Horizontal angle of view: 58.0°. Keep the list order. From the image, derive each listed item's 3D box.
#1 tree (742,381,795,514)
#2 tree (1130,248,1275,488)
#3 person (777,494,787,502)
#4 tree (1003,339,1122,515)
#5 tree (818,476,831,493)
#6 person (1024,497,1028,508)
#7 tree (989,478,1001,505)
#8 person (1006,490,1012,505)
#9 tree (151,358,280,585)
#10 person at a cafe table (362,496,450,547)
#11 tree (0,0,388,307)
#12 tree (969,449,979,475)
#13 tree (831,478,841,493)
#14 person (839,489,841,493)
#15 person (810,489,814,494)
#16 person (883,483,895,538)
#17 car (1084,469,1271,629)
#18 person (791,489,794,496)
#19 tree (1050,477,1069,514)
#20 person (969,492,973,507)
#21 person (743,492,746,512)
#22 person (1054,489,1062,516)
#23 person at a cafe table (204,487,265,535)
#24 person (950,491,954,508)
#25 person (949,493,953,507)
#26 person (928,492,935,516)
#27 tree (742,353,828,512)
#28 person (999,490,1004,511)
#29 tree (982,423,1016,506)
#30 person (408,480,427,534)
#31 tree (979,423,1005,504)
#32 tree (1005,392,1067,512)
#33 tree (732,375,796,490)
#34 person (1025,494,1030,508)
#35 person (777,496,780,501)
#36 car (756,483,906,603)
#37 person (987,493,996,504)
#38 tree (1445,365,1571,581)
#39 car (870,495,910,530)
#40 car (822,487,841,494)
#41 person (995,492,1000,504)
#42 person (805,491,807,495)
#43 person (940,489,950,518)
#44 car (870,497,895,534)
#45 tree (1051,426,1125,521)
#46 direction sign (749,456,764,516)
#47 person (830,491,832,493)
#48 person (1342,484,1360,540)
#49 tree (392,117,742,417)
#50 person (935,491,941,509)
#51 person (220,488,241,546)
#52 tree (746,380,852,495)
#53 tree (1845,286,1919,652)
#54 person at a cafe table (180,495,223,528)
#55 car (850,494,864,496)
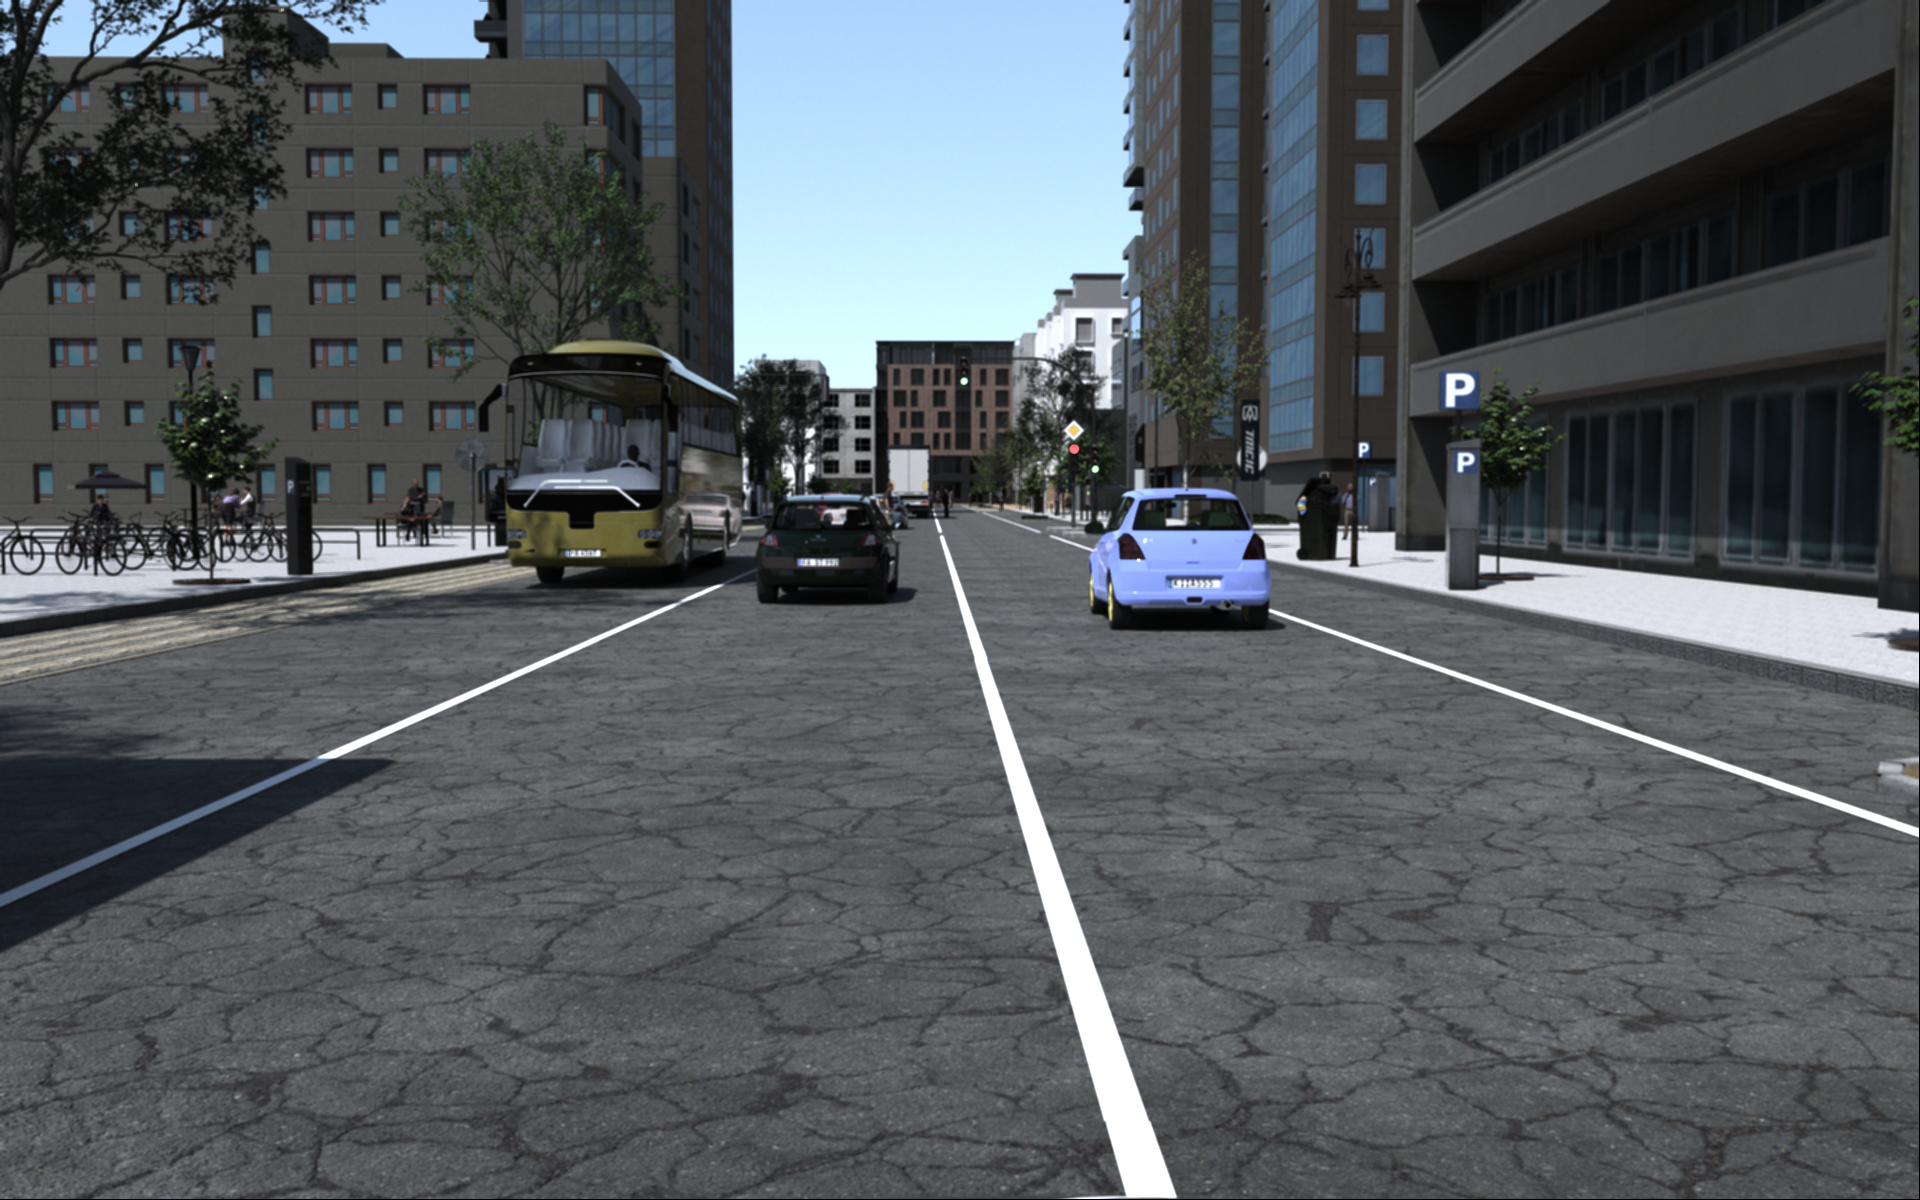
[{"bbox_3d":[-12.682,-9.943,112.928,4.737,8.622,4.395,0,3,0],"label":"tree"},{"bbox_3d":[6.944,-6.209,51.875,4.737,8.622,4.395,0,3,0],"label":"tree"},{"bbox_3d":[-13.201,-7.430,128.461,0.756,1.711,0.436,0,4,-4],"label":"person"},{"bbox_3d":[6.182,-10.349,103.621,7.601,10.594,8.767,0,4,-6],"label":"tree"},{"bbox_3d":[-14.757,-11.428,181.443,1.663,3.219,1.824,0,3,0],"label":"tree"},{"bbox_3d":[6.289,-9.441,163.585,0.628,1.438,0.799,-1,4,-14],"label":"person"},{"bbox_3d":[4.198,-13.151,209.627,1.663,3.219,1.824,0,3,0],"label":"tree"},{"bbox_3d":[5.661,-11.883,200.875,0.990,1.755,0.434,3,5,43],"label":"person"},{"bbox_3d":[-10.617,-1.848,24.815,1.663,3.219,1.824,0,3,0],"label":"tree"},{"bbox_3d":[-13.685,-1.950,42.748,1.698,1.238,1.726,0,4,-7],"label":"person at a cafe table"},{"bbox_3d":[-10.501,-5.106,17.897,8.767,10.594,7.601,-2,4,-26],"label":"tree"},{"bbox_3d":[3.567,-16.269,216.352,4.737,8.622,4.395,0,3,0],"label":"tree"},{"bbox_3d":[-14.618,-12.805,203.968,1.663,3.219,1.824,0,3,0],"label":"tree"},{"bbox_3d":[-13.855,-11.785,198.707,0.705,1.826,1.348,-2,4,-29],"label":"person"},{"bbox_3d":[-8.099,-5.258,95.184,0.376,1.734,0.841,-2,4,-24],"label":"person"},{"bbox_3d":[-2.293,-2.936,56.633,0.434,1.807,0.598,1,4,10],"label":"person"},{"bbox_3d":[2.405,-0.614,19.624,1.945,1.707,3.694,0,4,-1],"label":"car"},{"bbox_3d":[-15.394,-9.357,159.014,0.705,1.826,1.348,-1,4,-8],"label":"person"},{"bbox_3d":[6.547,-7.027,109.495,1.663,3.219,1.824,0,3,0],"label":"tree"},{"bbox_3d":[1.193,-10.914,188.420,0.415,1.643,0.593,0,4,-7],"label":"person"},{"bbox_3d":[-15.357,-7.047,121.800,0.617,1.759,0.750,-1,4,-9],"label":"person"},{"bbox_3d":[5.690,-5.710,101.367,0.435,1.587,0.963,1,4,16],"label":"person"},{"bbox_3d":[-23.152,-2.871,55.457,1.622,1.524,1.698,-1,4,-11],"label":"person at a cafe table"},{"bbox_3d":[-0.826,-10.281,177.151,0.434,1.755,0.990,1,4,9],"label":"person"},{"bbox_3d":[-0.980,-10.823,186.123,0.551,1.740,0.621,0,4,8],"label":"person"},{"bbox_3d":[-1.833,-6.166,111.372,0.516,1.574,0.319,-3,5,-44],"label":"person"},{"bbox_3d":[-13.424,-12.271,126.393,9.928,11.665,9.643,0,3,0],"label":"tree"},{"bbox_3d":[3.287,-8.204,143.161,0.617,1.759,0.750,-3,5,-40],"label":"person"},{"bbox_3d":[4.304,-13.948,178.410,4.360,8.622,3.978,0,3,0],"label":"tree"},{"bbox_3d":[-17.165,-2.949,54.939,0.600,1.739,0.565,1,4,18],"label":"person"},{"bbox_3d":[5.106,-12.364,152.519,4.737,8.622,4.395,0,3,0],"label":"tree"},{"bbox_3d":[5.905,-10.423,120.776,4.737,8.622,4.395,0,3,0],"label":"tree"},{"bbox_3d":[-12.540,-9.614,107.544,4.360,8.622,3.978,0,3,0],"label":"tree"},{"bbox_3d":[6.157,-9.218,157.287,0.617,1.759,0.750,0,4,-5],"label":"person"},{"bbox_3d":[-15.098,-8.437,143.972,1.348,1.826,0.705,3,5,44],"label":"person"},{"bbox_3d":[-1.784,-0.877,24.133,2.009,1.686,4.222,0,4,1],"label":"car"},{"bbox_3d":[4.003,-12.949,217.835,1.350,1.814,0.705,1,4,11],"label":"person"},{"bbox_3d":[8.083,-1.930,26.149,1.663,3.219,1.824,0,3,0],"label":"tree"},{"bbox_3d":[-3.067,-3.627,71.310,2.014,1.417,4.499,0,3,0],"label":"car"},{"bbox_3d":[-6.444,-4.758,86.837,2.155,1.783,4.494,0,4,-2],"label":"car"},{"bbox_3d":[4.823,-12.806,215.412,0.705,1.826,1.348,3,5,43],"label":"person"},{"bbox_3d":[-14.619,-9.666,165.014,0.436,1.711,0.756,2,4,27],"label":"person"},{"bbox_3d":[-0.904,-5.862,105.028,0.600,1.739,0.565,-1,4,-17],"label":"person"},{"bbox_3d":[-2.938,-2.275,49.563,2.083,1.381,4.827,0,4,0],"label":"car"},{"bbox_3d":[6.081,-5.997,81.771,4.285,4.588,4.351,0,3,0],"label":"tree"},{"bbox_3d":[-12.147,-6.807,103.291,0.876,3.537,0.379,0,4,-4],"label":"direction sign"},{"bbox_3d":[-16.224,-12.900,217.690,1.217,1.736,0.721,0,4,5],"label":"person"},{"bbox_3d":[10.971,-2.477,48.603,0.516,1.574,0.319,2,4,30],"label":"person"},{"bbox_3d":[-11.697,-7.558,49.327,9.928,11.665,9.643,0,3,0],"label":"tree"},{"bbox_3d":[-2.081,-9.667,167.087,0.617,1.759,0.750,0,4,-8],"label":"person"},{"bbox_3d":[-17.862,-2.028,42.433,0.421,1.427,0.697,0,4,3],"label":"person"},{"bbox_3d":[-12.960,-12.349,136.320,8.767,10.594,7.601,-1,4,-14],"label":"tree"},{"bbox_3d":[8.338,-1.192,14.096,1.663,3.219,1.824,0,3,0],"label":"tree"},{"bbox_3d":[-28.957,-3.404,66.509,1.726,1.238,1.698,-1,4,-22],"label":"person at a cafe table"},{"bbox_3d":[-7.703,-7.090,127.721,2.131,1.459,4.920,0,4,-1],"label":"car"}]
